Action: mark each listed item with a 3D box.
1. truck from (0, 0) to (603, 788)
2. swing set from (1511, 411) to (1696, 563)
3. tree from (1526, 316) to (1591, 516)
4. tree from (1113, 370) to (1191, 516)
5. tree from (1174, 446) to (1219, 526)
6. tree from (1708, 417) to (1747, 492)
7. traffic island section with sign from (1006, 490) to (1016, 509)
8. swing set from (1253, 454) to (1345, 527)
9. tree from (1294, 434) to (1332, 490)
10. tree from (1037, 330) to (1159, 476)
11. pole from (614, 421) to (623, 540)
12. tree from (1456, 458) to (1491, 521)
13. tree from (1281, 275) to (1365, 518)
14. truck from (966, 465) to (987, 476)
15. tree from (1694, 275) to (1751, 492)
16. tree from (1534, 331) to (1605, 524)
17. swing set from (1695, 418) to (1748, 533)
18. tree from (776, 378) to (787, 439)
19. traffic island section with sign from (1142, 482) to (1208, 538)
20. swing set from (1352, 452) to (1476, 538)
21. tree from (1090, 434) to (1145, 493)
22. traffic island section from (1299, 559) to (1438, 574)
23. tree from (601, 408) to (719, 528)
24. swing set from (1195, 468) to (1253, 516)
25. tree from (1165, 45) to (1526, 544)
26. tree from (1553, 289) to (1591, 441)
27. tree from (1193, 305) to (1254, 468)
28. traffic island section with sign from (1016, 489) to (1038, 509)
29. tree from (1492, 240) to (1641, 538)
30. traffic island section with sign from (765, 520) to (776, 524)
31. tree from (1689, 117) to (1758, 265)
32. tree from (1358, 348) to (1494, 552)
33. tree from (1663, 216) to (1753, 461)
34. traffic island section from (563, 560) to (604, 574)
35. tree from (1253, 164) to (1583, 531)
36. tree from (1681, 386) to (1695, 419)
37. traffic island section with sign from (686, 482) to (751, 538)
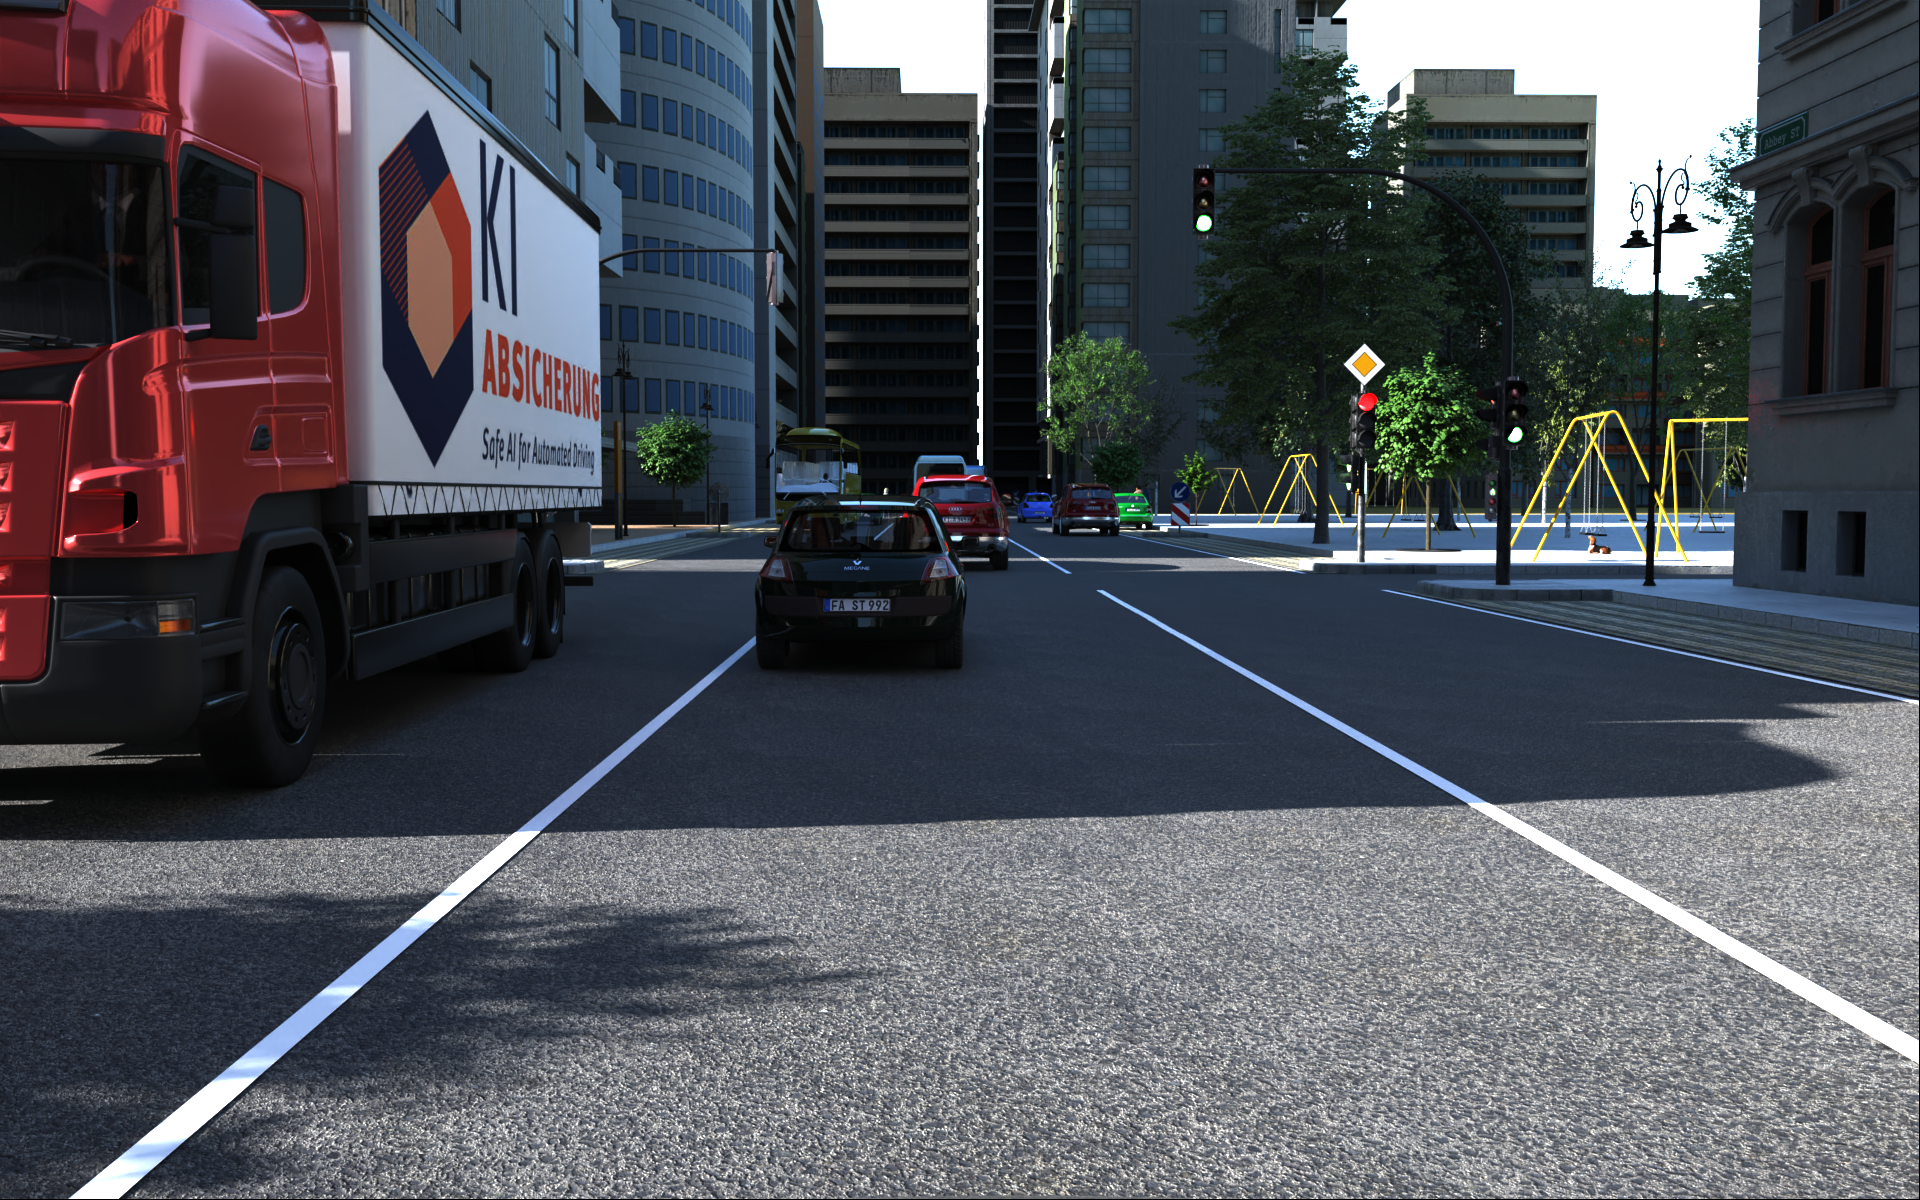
[{"bbox_3d":[-4.575,-1.400,11.799,2.839,4.237,11.283,0,4,-2],"label":"truck"},{"bbox_3d":[12.426,-2.227,34.023,2.862,2.851,3.119,0,4,7],"label":"swing set"},{"bbox_3d":[33.532,-11.226,101.677,7.486,12.596,7.792,0,3,0],"label":"tree"},{"bbox_3d":[11.329,-9.268,101.898,4.360,8.622,3.978,0,3,0],"label":"tree"},{"bbox_3d":[9.723,-4.624,70.200,1.663,3.219,1.824,0,3,0],"label":"tree"},{"bbox_3d":[51.758,-8.356,99.525,11.467,7.101,20.602,3,5,43],"label":"tree"},{"bbox_3d":[5.150,-9.418,162.606,1.989,1.847,2.006,0,4,-1],"label":"traffic island section with sign"},{"bbox_3d":[13.557,-4.372,69.110,2.862,2.851,3.119,0,4,-3],"label":"swing set"},{"bbox_3d":[21.673,-9.414,104.287,4.360,8.622,3.978,0,3,0],"label":"tree"},{"bbox_3d":[8.689,-11.191,108.731,9.928,11.665,9.643,0,3,0],"label":"tree"},{"bbox_3d":[-9.579,-3.346,48.544,0.158,3.312,0.155,0,3,0],"label":"pole"},{"bbox_3d":[23.795,-8.054,82.047,4.360,8.622,3.978,0,3,0],"label":"tree"},{"bbox_3d":[21.319,-11.246,94.238,12.009,13.543,11.850,0,3,0],"label":"tree"},{"bbox_3d":[1.359,-10.166,155.976,2.967,4.110,18.799,0,4,0],"label":"truck"},{"bbox_3d":[24.297,-6.142,50.782,4.737,8.622,4.395,0,3,0],"label":"tree"},{"bbox_3d":[25.591,-7.618,74.909,4.737,8.622,4.395,0,3,0],"label":"tree"},{"bbox_3d":[16.018,-2.332,35.750,3.119,2.851,2.862,2,4,31],"label":"swing set"},{"bbox_3d":[-12.010,-9.289,102.237,4.360,8.622,3.978,0,3,0],"label":"tree"},{"bbox_3d":[7.091,-2.988,57.478,1.989,1.847,2.006,0,4,-1],"label":"traffic island section with sign"},{"bbox_3d":[13.690,-3.336,52.165,2.862,2.851,3.119,0,4,-5],"label":"swing set"},{"bbox_3d":[8.486,-6.739,93.899,4.285,4.588,4.351,0,3,0],"label":"tree"},{"bbox_3d":[7.547,-0.625,32.504,2.009,0.180,2.903,0,4,-1],"label":"traffic island section"},{"bbox_3d":[-10.935,-5.074,66.676,4.285,4.588,4.351,0,3,0],"label":"tree"},{"bbox_3d":[15.998,-6.508,104.017,2.862,2.851,3.119,3,4,38],"label":"swing set"},{"bbox_3d":[9.222,-7.760,45.004,7.486,12.596,7.792,0,3,0],"label":"tree"},{"bbox_3d":[32.518,-9.640,83.371,9.928,11.665,9.643,0,3,0],"label":"tree"},{"bbox_3d":[15.658,-9.842,77.933,9.611,12.733,9.660,0,3,0],"label":"tree"},{"bbox_3d":[5.647,-7.743,135.231,1.989,1.847,2.006,0,4,-1],"label":"traffic island section with sign"},{"bbox_3d":[17.941,-6.154,50.985,4.360,8.622,3.978,0,3,0],"label":"tree"},{"bbox_3d":[-8.433,-4.647,84.610,1.989,1.847,2.006,0,4,-1],"label":"traffic island section with sign"},{"bbox_3d":[22.275,-7.168,42.949,9.928,11.665,9.643,0,3,0],"label":"tree"},{"bbox_3d":[10.510,-3.379,38.968,4.285,4.588,4.351,0,3,0],"label":"tree"},{"bbox_3d":[30.781,-9.049,66.081,7.486,12.596,7.792,0,3,0],"label":"tree"},{"bbox_3d":[-7.792,-0.608,32.227,2.009,0.180,2.903,0,4,-1],"label":"traffic island section"},{"bbox_3d":[17.017,-8.776,60.492,9.611,12.733,9.660,0,3,0],"label":"tree"},{"bbox_3d":[33.684,-7.604,74.686,4.737,8.622,4.395,0,3,0],"label":"tree"},{"bbox_3d":[-7.932,-2.968,57.154,1.989,1.847,2.006,0,4,-1],"label":"traffic island section with sign"}]
